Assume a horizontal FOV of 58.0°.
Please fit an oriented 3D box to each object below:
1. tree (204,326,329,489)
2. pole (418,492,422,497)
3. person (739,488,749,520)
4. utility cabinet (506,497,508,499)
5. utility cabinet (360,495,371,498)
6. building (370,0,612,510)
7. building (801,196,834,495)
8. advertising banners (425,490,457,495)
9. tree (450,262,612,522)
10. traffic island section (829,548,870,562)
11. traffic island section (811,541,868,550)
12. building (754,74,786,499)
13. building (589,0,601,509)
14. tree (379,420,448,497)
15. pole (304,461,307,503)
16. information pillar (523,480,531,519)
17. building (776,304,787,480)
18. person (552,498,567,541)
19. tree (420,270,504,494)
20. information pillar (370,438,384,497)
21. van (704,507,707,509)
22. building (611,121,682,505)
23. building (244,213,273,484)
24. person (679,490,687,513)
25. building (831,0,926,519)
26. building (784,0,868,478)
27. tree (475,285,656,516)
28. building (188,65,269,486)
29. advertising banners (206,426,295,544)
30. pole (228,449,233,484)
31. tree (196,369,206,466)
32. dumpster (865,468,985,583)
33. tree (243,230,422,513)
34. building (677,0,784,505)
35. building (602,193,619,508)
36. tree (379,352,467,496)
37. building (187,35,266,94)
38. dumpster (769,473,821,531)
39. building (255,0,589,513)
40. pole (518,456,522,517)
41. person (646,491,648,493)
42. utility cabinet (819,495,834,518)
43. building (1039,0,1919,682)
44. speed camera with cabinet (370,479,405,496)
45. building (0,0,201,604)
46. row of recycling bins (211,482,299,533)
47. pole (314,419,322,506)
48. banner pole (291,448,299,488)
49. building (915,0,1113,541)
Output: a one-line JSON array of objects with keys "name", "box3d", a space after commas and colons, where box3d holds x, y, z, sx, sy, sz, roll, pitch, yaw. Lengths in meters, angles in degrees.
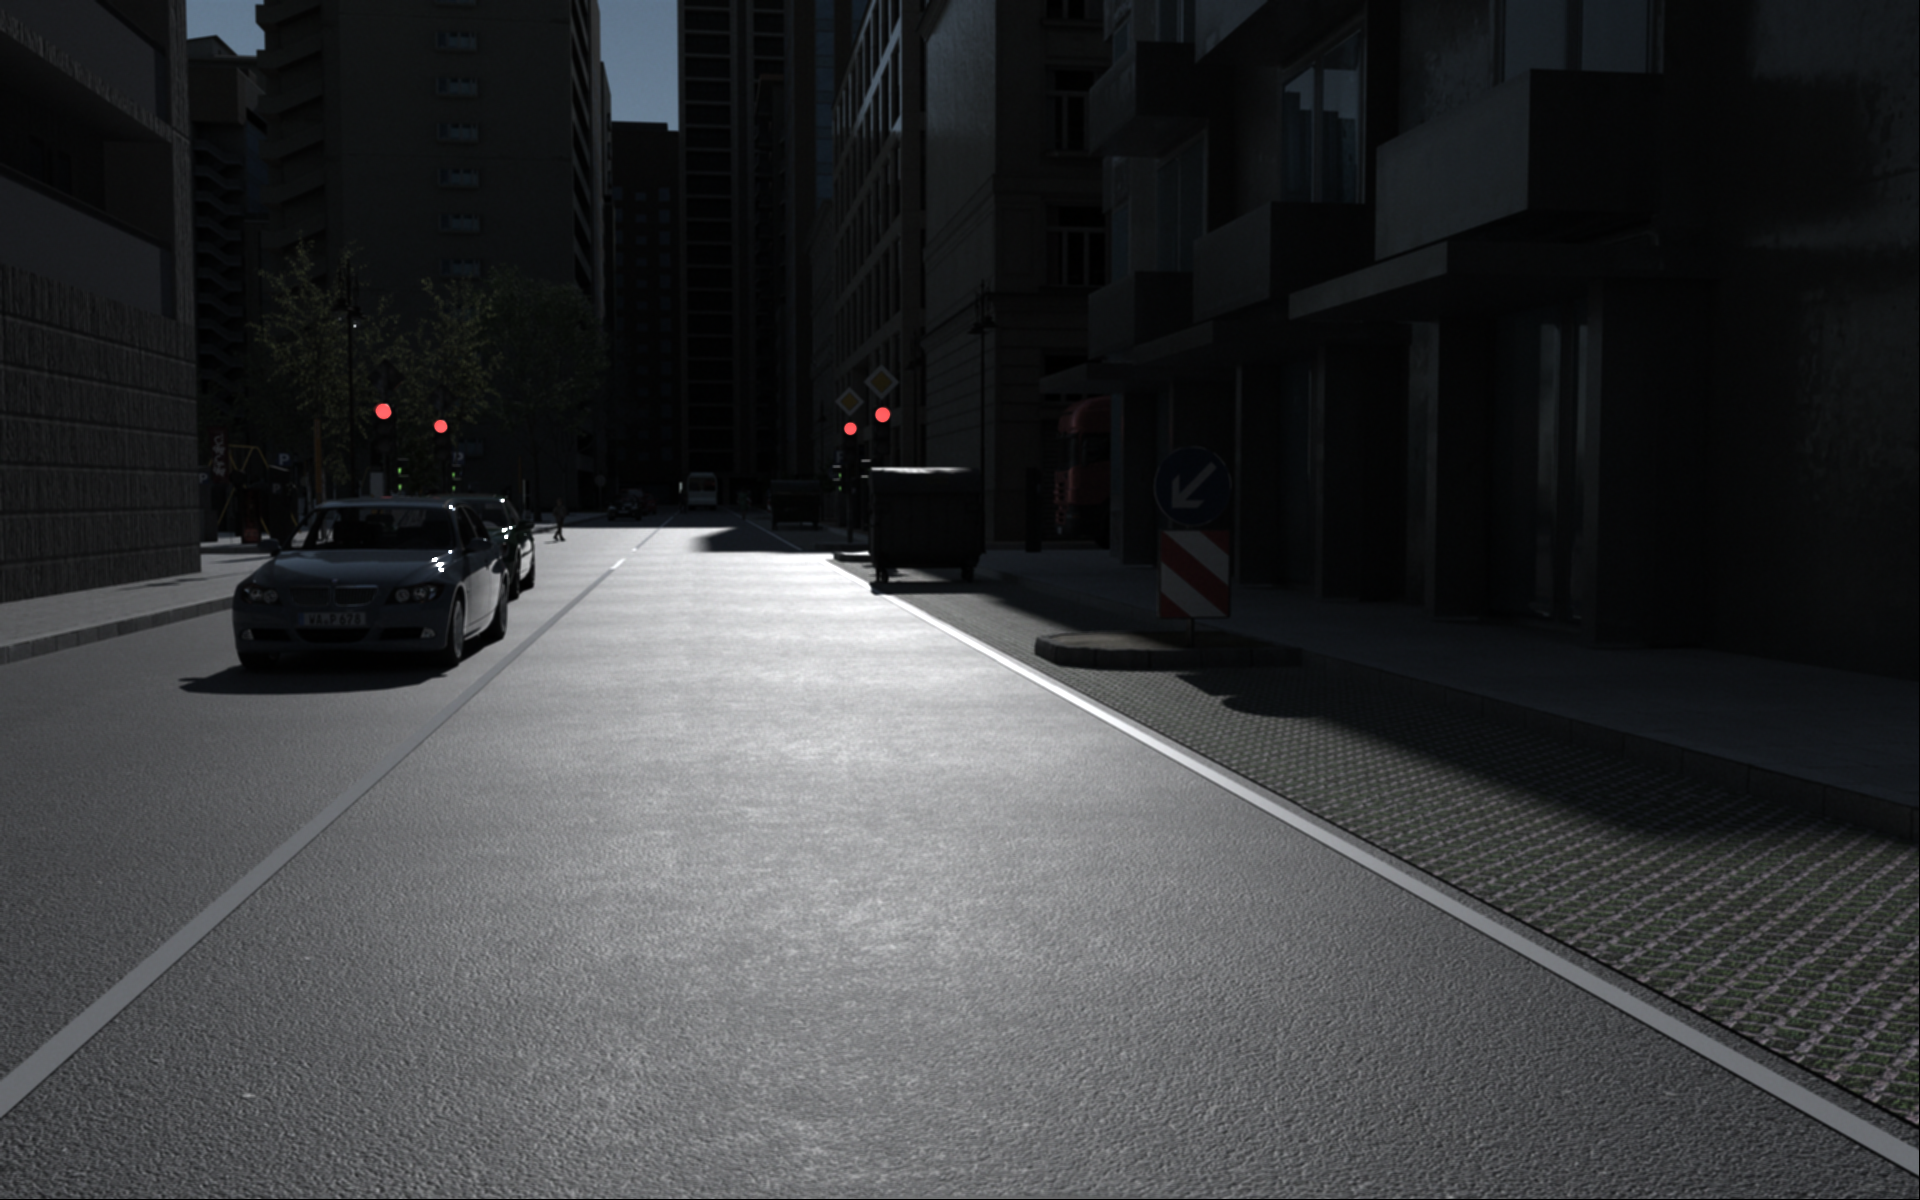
[{"name": "tree", "box3d": [-30.171, -7.737, 76.856, 4.737, 8.622, 4.395, 0, 3, 0]}, {"name": "pole", "box3d": [-20.585, -4.415, 66.022, 0.158, 3.312, 0.155, 0, 3, 0]}, {"name": "person", "box3d": [-12.059, -5.369, 96.530, 0.600, 1.795, 0.529, 0, 4, 0]}, {"name": "utility cabinet", "box3d": [-14.883, -2.723, 55.686, 0.306, 1.237, 1.020, 1, 4, 12]}, {"name": "utility cabinet", "box3d": [-26.220, -4.043, 77.266, 1.020, 1.237, 0.306, 1, 4, 9]}, {"name": "building", "box3d": [-47.143, -33.987, 179.392, 21.600, 48.544, 21.300, -1, 4, -9]}, {"name": "building", "box3d": [-3.696, -16.790, 110.675, 11.583, 22.565, 21.152, -1, 4, -9]}, {"name": "advertising banners", "box3d": [-18.708, -3.983, 61.306, 2.074, 3.025, 0.090, 1, 4, 19]}, {"name": "tree", "box3d": [-19.441, -9.355, 78.711, 9.928, 11.665, 9.643, 0, 3, 0]}, {"name": "traffic island section", "box3d": [-1.674, -0.934, 37.558, 2.009, 0.180, 2.903, -1, 4, -9]}, {"name": "traffic island section", "box3d": [-2.865, -1.417, 45.454, 2.009, 0.180, 2.903, -1, 4, -9]}, {"name": "building", "box3d": [-10.123, -32.202, 181.119, 22.147, 44.769, 28.867, -1, 4, -9]}, {"name": "building", "box3d": [-37.272, -30.254, 144.768, 14.600, 45.320, 14.200, -1, 4, -9]}, {"name": "tree", "box3d": [-14.246, -3.114, 45.515, 1.663, 3.219, 1.824, 0, 3, 0]}, {"name": "pole", "box3d": [-39.954, -6.844, 105.744, 0.158, 3.312, 0.155, 0, 3, 0]}, {"name": "information pillar", "box3d": [-22.119, -5.136, 88.462, 0.304, 2.012, 0.304, -2, 4, -33]}, {"name": "building", "box3d": [-1.790, -18.892, 153.926, 27.650, 21.520, 28.899, -1, 4, -9]}, {"name": "person", "box3d": [-12.203, -2.451, 52.852, 0.640, 1.303, 0.475, 3, 4, 36]}, {"name": "tree", "box3d": [-16.883, -6.526, 57.066, 4.360, 8.622, 3.978, 0, 3, 0]}, {"name": "information pillar", "box3d": [-22.219, -4.568, 66.042, 0.504, 3.616, 0.183, 1, 4, 9]}, {"name": "van", "box3d": [-26.124, -10.152, 172.999, 2.013, 2.044, 4.112, -1, 4, -8]}, {"name": "building", "box3d": [-40.681, -34.111, 207.820, 14.200, 45.320, 14.600, -1, 4, -9]}, {"name": "building", "box3d": [-65.268, -24.997, 180.407, 14.107, 30.474, 14.160, -1, 4, -9]}, {"name": "person", "box3d": [-20.383, -7.264, 127.712, 0.568, 1.767, 0.683, 3, 4, 38]}, {"name": "building", "box3d": [4.760, -17.089, 83.918, 19.350, 26.468, 34.151, -1, 4, -9]}, {"name": "building", "box3d": [-5.939, -29.402, 130.825, 14.600, 45.320, 14.200, -1, 4, -9]}, {"name": "tree", "box3d": [-23.571, -11.769, 102.800, 12.009, 13.543, 11.850, 0, 3, 0]}, {"name": "building", "box3d": [-79.444, -32.304, 178.277, 14.200, 45.320, 14.600, -1, 4, -9]}, {"name": "advertising banners", "box3d": [-18.332, -2.973, 44.793, 2.074, 3.025, 0.090, -2, 4, -27]}, {"name": "pole", "box3d": [-33.135, -5.194, 78.763, 0.158, 3.312, 0.155, 0, 3, 0]}, {"name": "tree", "box3d": [-43.189, -9.092, 99.013, 4.737, 8.622, 4.395, 0, 3, 0]}, {"name": "dumpster", "box3d": [-0.588, -1.227, 28.272, 1.865, 1.857, 1.264, 0, 4, -8]}, {"name": "tree", "box3d": [-17.967, -6.056, 49.377, 4.360, 8.622, 3.978, 0, 3, 0]}, {"name": "building", "box3d": [-23.862, -47.337, 212.219, 20.611, 71.187, 20.563, -1, 4, -9]}, {"name": "building", "box3d": [-39.054, -23.718, 159.488, 14.160, 30.474, 14.107, -1, 4, -9]}, {"name": "tree", "box3d": [-27.988, -8.525, 89.751, 4.737, 8.622, 4.395, 0, 3, 0]}, {"name": "building", "box3d": [-77.279, -37.939, 209.533, 27.495, 52.752, 28.713, -1, 4, -9]}, {"name": "dumpster", "box3d": [-6.440, -3.828, 67.536, 1.985, 2.255, 1.502, -1, 4, -10]}, {"name": "building", "box3d": [-38.391, -30.737, 126.248, 21.300, 48.544, 21.600, -1, 4, -9]}, {"name": "pole", "box3d": [-23.716, -6.089, 93.403, 0.158, 3.312, 0.155, 0, 3, 0]}, {"name": "person", "box3d": [-31.621, -10.177, 175.583, 0.721, 1.739, 1.217, 1, 4, 11]}, {"name": "utility cabinet", "box3d": [-7.325, -5.047, 93.687, 1.020, 1.237, 0.306, -2, 4, -31]}, {"name": "building", "box3d": [14.364, -24.635, 22.392, 23.786, 49.044, 30.456, -1, 4, -9]}, {"name": "speed camera with cabinet", "box3d": [-33.707, -6.586, 102.011, 2.038, 3.252, 0.660, 1, 4, 17]}, {"name": "building", "box3d": [-25.639, -29.244, 20.147, 28.212, 58.520, 21.231, -1, 4, -9]}, {"name": "row of recycling bins", "box3d": [-23.821, -3.131, 58.302, 3.534, 1.692, 1.069, 1, 4, 19]}, {"name": "pole", "box3d": [-17.509, -3.268, 47.278, 0.158, 3.312, 0.155, 0, 3, 0]}, {"name": "banner pole", "box3d": [-35.644, -6.286, 92.786, 0.401, 3.779, 0.863, 1, 4, 9]}, {"name": "building", "box3d": [13.917, -13.596, 55.573, 30.059, 22.955, 16.112, -1, 4, -9]}]
